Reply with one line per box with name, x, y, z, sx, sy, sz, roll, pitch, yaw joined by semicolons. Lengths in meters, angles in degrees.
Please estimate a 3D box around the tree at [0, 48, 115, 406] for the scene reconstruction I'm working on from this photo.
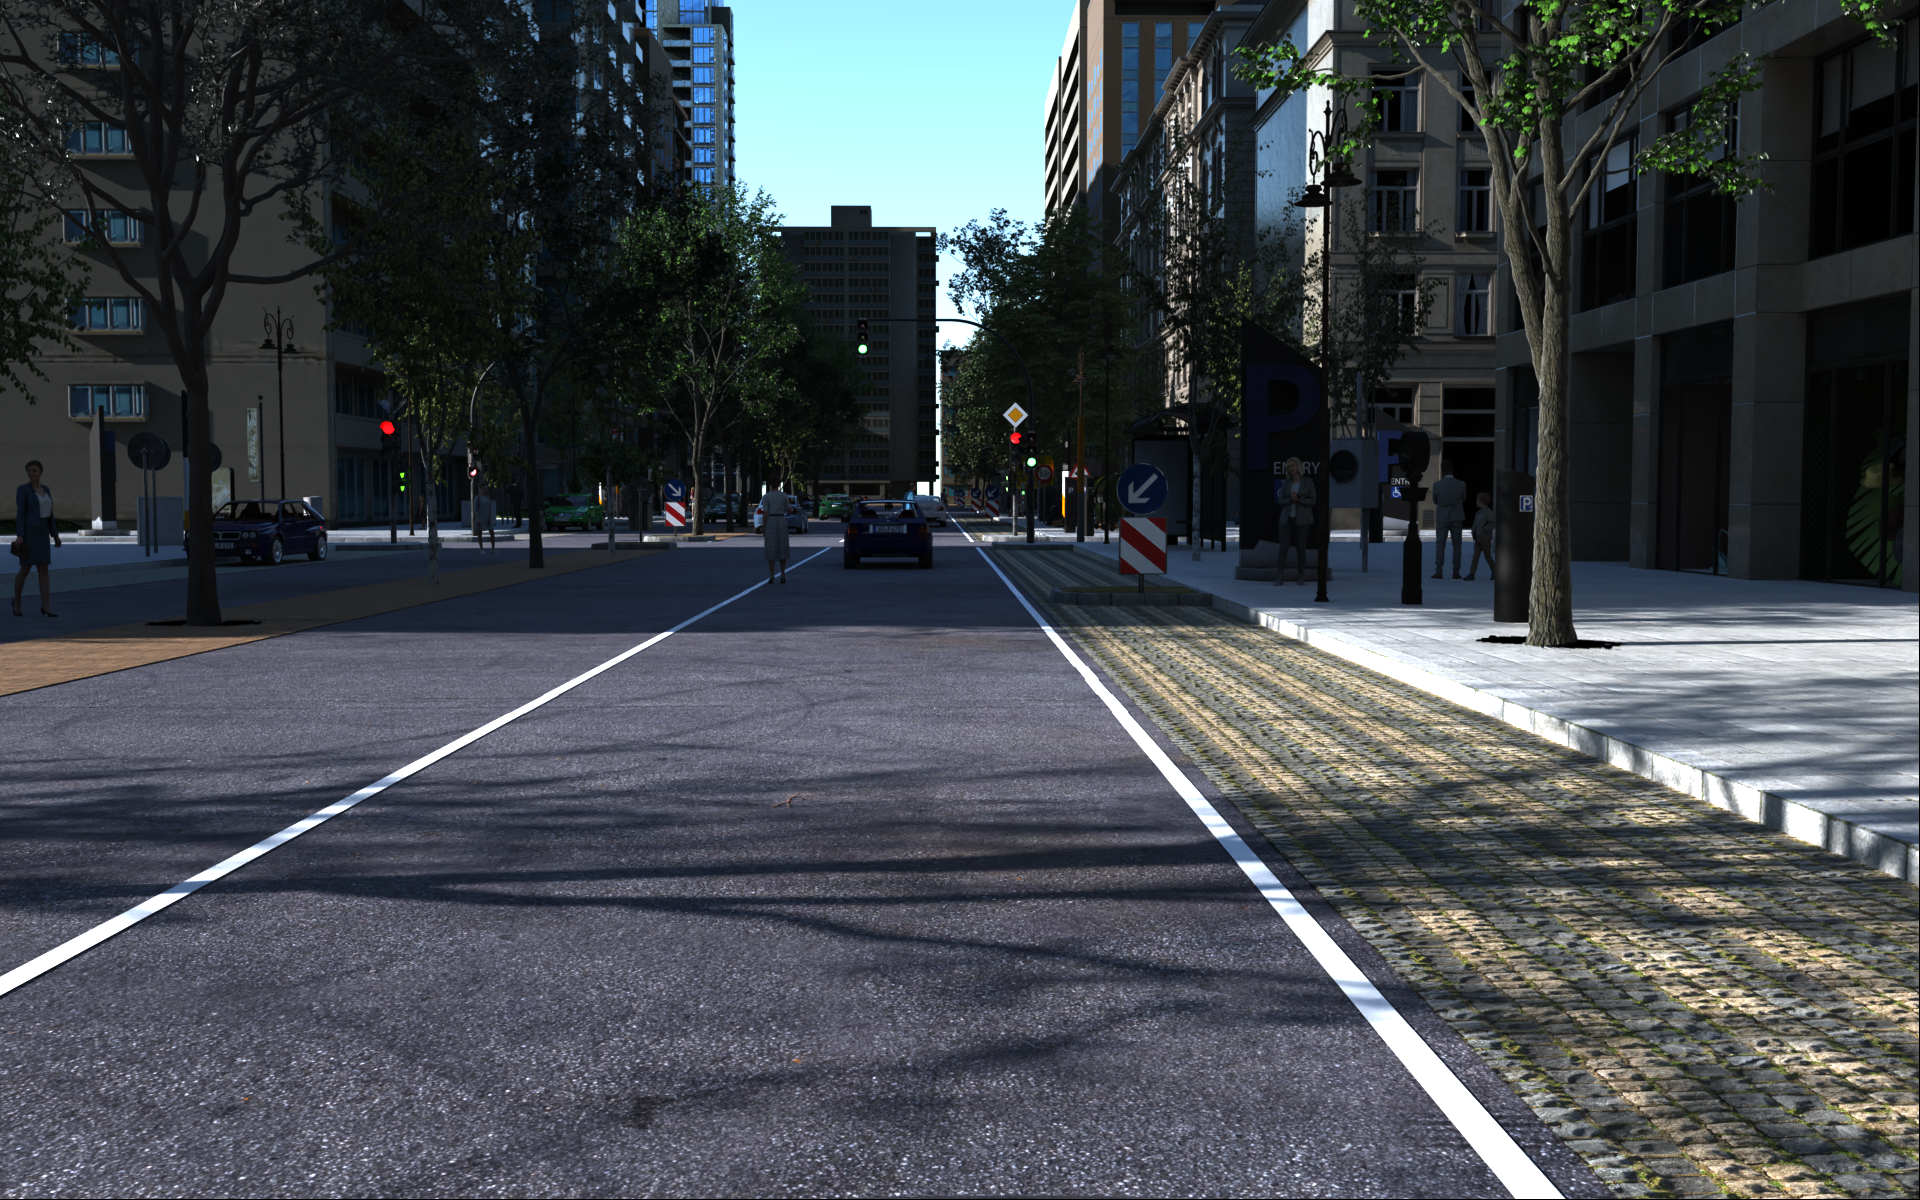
tree;-16.577;-4.822;29.195;4.737;8.622;4.395;0;3;0

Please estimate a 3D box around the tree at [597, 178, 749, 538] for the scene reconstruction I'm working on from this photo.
tree;-8.476;-7.833;56.274;9.928;11.665;9.643;0;3;0

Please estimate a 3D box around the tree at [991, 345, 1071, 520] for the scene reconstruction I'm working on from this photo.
tree;3.787;-8.266;85.513;4.360;8.622;3.978;0;3;0

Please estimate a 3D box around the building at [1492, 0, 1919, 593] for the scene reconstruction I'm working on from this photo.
building;21.423;-13.176;19.938;19.350;26.468;34.151;0;4;-1

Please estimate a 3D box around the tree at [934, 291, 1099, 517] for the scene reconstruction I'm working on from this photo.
tree;3.129;-10.969;96.357;9.611;12.733;9.660;0;3;0

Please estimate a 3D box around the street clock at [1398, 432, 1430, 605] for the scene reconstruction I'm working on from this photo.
street clock;5.267;-0.952;20.133;0.358;2.002;0.471;0;4;-4

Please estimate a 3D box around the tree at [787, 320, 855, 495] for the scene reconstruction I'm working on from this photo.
tree;-8.624;-7.846;65.153;8.767;10.594;7.601;0;4;-1

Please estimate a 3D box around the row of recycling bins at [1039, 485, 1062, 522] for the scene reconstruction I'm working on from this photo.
row of recycling bins;4.538;-4.606;82.422;1.069;1.692;3.534;1;4;16

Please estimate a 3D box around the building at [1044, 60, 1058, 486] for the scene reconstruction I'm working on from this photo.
building;20.342;-34.345;185.234;21.300;48.544;21.600;0;4;-1

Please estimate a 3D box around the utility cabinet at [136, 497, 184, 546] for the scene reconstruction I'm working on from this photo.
utility cabinet;-19.899;-1.953;43.093;1.020;1.237;0.306;-3;4;-38

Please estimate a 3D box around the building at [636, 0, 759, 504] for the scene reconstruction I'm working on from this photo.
building;-42.599;-55.979;227.933;31.000;86.520;22.319;0;4;-1

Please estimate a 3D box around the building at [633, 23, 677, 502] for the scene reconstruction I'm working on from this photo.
building;-35.061;-31.461;164.495;14.600;45.320;14.200;0;4;-1

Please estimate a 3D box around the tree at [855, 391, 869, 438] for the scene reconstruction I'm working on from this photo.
tree;-8.736;-8.950;83.196;8.767;10.594;7.601;0;4;-1

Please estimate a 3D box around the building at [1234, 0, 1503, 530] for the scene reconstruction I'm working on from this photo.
building;27.169;-14.389;68.540;30.059;22.955;16.112;0;4;-1

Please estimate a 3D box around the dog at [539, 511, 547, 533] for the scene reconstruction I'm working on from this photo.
dog;-15.543;-2.887;64.033;0.513;0.831;0.800;1;4;22

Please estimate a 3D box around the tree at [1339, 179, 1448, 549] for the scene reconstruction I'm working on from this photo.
tree;9.289;-5.514;40.521;4.360;8.622;3.978;0;3;0

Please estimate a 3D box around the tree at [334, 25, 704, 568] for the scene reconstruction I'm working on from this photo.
tree;-8.127;-5.901;33.347;8.767;10.594;7.601;0;4;-1

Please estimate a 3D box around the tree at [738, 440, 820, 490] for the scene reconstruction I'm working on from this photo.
tree;-20.219;-16.854;192.569;9.611;12.733;9.660;0;3;0

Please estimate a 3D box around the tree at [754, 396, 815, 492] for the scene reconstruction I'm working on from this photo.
tree;-9.332;-8.392;90.029;4.737;8.622;4.395;0;3;0

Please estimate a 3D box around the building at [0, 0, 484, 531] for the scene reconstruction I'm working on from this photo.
building;-32.909;-27.268;69.541;21.300;48.544;21.600;0;4;-1

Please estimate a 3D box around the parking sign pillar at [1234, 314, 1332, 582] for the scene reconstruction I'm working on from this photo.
parking sign pillar;4.857;-2.290;25.918;1.447;3.967;1.447;0;4;6

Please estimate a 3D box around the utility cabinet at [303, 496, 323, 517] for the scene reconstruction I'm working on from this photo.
utility cabinet;-16.969;-2.095;45.420;0.306;1.237;1.020;-2;4;-31

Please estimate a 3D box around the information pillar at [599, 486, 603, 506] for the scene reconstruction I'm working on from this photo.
information pillar;-18.820;-6.081;90.772;0.183;3.616;0.504;-1;4;-23

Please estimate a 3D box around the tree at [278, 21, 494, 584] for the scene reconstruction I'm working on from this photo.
tree;-8.283;-4.531;26.901;4.737;8.622;4.395;0;3;0

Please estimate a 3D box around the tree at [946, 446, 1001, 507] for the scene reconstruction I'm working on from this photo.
tree;2.217;-15.734;191.660;8.767;10.594;7.601;2;4;26

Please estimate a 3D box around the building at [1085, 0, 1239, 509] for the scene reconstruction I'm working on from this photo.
building;18.093;-30.254;144.766;14.600;45.320;14.200;0;4;-1

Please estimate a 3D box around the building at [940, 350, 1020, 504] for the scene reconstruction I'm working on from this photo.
building;11.879;-23.787;233.955;28.899;21.520;27.650;0;4;-1

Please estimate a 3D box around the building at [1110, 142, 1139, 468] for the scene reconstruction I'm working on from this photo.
building;18.069;-20.099;116.008;14.401;28.519;23.554;0;4;-1

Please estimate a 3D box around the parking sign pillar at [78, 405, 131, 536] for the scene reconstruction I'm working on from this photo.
parking sign pillar;-26.383;-3.965;53.297;1.447;3.967;1.447;-3;4;-39

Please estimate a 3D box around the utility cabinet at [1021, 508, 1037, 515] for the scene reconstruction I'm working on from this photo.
utility cabinet;4.362;-5.975;108.861;1.020;1.237;0.306;2;4;27

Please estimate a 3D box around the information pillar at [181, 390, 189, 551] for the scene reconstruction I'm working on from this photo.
information pillar;-17.463;-2.933;39.304;0.183;3.616;0.504;0;4;7

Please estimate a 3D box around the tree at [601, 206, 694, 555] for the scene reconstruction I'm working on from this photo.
tree;-8.089;-5.329;39.957;4.737;8.622;4.395;0;3;0

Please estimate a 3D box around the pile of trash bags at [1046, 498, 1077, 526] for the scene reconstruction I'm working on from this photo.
pile of trash bags;4.746;-3.798;71.843;1.912;1.369;3.447;1;4;17

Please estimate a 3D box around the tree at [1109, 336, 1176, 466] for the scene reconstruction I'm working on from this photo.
tree;8.593;-8.017;81.433;4.737;8.622;4.395;0;3;0

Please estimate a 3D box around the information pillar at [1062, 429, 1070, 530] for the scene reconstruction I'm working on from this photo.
information pillar;3.848;-4.355;62.561;0.183;3.616;0.504;-1;4;-22

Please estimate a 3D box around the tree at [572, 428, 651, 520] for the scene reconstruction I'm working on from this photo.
tree;-17.519;-6.258;86.033;4.285;4.588;4.351;0;3;0

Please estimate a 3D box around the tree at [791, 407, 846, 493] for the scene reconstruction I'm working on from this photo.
tree;-9.504;-9.861;114.045;4.360;8.622;3.978;0;3;0

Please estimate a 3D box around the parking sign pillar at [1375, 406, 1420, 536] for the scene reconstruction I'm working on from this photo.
parking sign pillar;13.369;-3.949;53.043;1.447;3.967;1.447;1;4;9

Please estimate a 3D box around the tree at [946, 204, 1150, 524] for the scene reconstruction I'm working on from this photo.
tree;3.967;-9.183;68.273;7.486;12.596;7.792;0;3;0

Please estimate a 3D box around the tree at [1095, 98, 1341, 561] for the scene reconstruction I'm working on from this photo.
tree;4.779;-5.056;33.034;4.360;8.622;3.978;0;3;0

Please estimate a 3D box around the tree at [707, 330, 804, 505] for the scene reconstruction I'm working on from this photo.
tree;-20.476;-19.172;169.357;12.611;20.169;13.585;0;3;0

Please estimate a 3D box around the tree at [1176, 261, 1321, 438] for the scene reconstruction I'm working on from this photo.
tree;9.524;-6.439;55.641;4.737;8.622;4.395;0;3;0

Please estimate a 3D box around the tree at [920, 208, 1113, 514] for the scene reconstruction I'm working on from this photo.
tree;3.638;-15.713;112.796;12.611;20.169;13.585;0;3;0

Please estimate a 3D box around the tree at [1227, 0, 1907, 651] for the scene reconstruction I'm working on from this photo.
tree;4.856;-5.423;14.422;9.928;11.665;9.643;0;3;0

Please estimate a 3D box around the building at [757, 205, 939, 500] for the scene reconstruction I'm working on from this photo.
building;-14.822;-33.279;235.987;23.993;40.220;32.217;0;4;-1

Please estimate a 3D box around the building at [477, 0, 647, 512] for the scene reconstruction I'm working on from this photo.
building;-38.361;-31.953;142.037;23.786;49.044;30.456;0;4;-1

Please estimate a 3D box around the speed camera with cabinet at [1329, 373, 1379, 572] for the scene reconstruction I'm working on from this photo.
speed camera with cabinet;5.913;-2.105;28.745;2.038;3.252;0.660;3;5;45

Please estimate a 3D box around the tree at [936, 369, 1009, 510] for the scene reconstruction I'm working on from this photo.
tree;2.450;-14.156;141.828;12.009;13.543;11.850;0;3;0

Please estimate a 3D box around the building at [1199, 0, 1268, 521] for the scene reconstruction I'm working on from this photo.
building;18.300;-18.645;92.237;14.401;28.519;23.554;0;4;-1

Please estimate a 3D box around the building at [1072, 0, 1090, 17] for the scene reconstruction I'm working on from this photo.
building;20.891;-32.959;162.583;21.300;48.544;21.600;0;4;-1

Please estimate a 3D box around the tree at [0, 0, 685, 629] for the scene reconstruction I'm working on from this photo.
tree;-8.195;-6.451;18.294;12.009;13.543;11.850;0;3;0

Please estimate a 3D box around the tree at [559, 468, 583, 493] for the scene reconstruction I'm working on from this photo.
tree;-24.968;-7.227;112.755;1.663;3.219;1.824;0;3;0

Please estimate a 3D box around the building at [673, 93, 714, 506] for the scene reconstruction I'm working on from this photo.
building;-42.065;-32.367;183.820;28.867;44.769;22.147;0;4;-1
